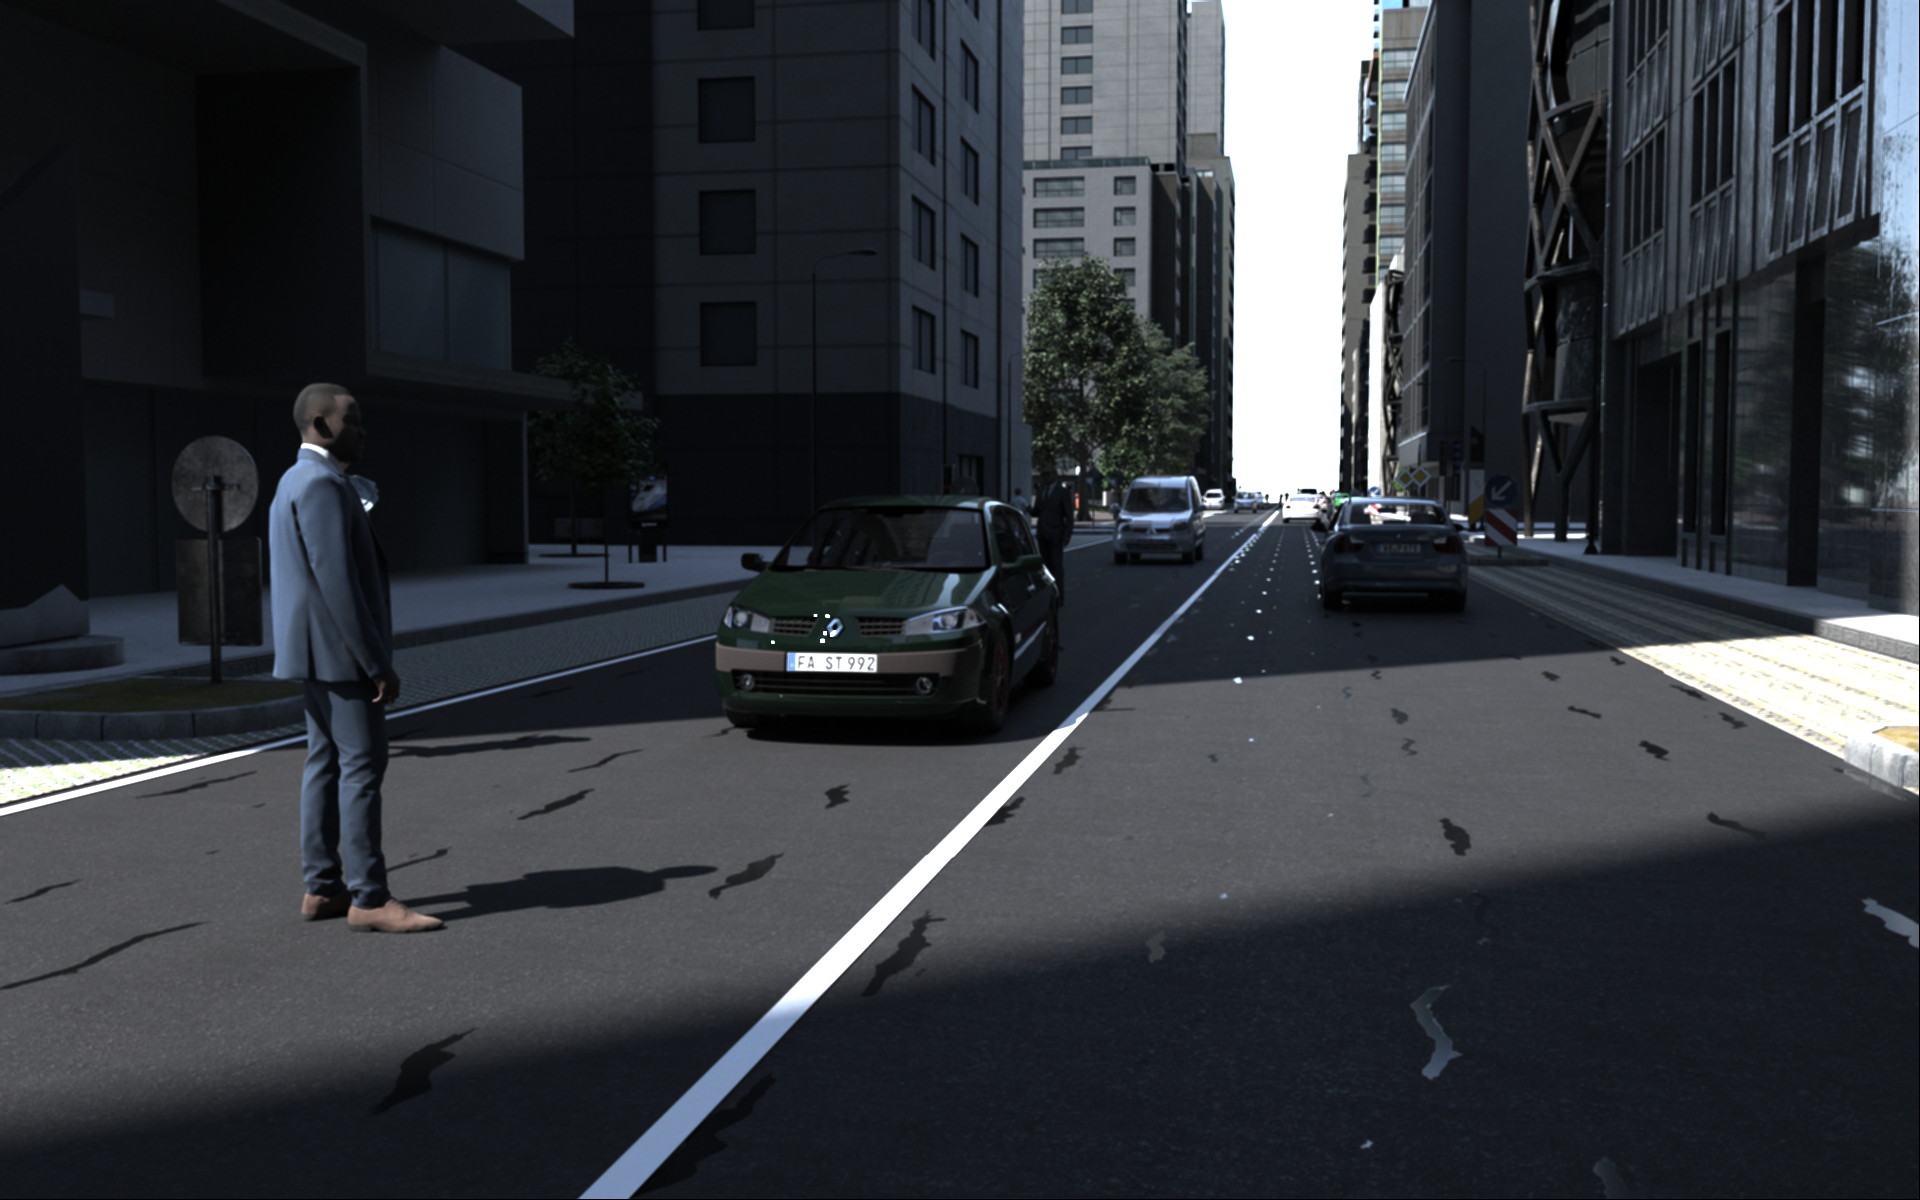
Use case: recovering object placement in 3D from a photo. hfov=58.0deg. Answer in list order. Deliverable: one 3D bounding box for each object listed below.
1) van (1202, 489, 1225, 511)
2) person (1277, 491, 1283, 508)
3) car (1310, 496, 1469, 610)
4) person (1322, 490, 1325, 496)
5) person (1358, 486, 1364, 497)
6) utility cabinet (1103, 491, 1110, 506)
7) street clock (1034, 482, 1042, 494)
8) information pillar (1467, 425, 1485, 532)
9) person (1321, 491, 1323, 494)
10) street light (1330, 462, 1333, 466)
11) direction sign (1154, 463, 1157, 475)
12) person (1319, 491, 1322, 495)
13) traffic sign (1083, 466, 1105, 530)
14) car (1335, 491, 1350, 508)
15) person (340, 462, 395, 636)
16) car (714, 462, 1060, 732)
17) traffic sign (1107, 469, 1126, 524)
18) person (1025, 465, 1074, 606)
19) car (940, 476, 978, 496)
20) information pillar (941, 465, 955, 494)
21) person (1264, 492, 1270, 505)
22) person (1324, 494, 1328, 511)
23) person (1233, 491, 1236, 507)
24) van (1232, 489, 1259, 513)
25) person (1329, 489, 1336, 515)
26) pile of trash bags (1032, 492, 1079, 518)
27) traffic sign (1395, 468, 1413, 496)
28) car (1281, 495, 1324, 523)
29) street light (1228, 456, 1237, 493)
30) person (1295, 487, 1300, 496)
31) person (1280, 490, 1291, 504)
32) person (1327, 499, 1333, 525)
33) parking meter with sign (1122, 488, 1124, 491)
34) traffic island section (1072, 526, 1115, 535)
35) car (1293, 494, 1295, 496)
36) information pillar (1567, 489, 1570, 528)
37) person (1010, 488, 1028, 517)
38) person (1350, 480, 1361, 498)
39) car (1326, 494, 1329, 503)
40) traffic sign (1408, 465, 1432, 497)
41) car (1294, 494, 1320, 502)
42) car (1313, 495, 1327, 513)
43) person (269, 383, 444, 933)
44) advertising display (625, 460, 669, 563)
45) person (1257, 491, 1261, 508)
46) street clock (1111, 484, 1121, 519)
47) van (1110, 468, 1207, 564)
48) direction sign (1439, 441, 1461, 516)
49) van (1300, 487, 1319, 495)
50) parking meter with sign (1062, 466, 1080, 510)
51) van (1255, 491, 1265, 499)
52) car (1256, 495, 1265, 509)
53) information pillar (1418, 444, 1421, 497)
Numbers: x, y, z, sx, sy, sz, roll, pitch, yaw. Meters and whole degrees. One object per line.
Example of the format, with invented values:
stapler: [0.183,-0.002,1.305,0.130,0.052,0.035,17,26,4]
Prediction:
van: [21.791,-8.670,148.765,2.013,2.044,4.112,1,4,10]
person: [32.921,-10.343,178.411,0.742,1.727,0.445,2,4,25]
car: [5.634,-0.659,22.784,2.014,1.417,4.499,1,4,11]
person: [33.835,-9.352,161.391,0.705,1.826,1.348,0,4,-5]
person: [15.723,-3.635,68.197,0.793,1.790,0.793,0,4,7]
utility cabinet: [11.958,-8.002,139.507,0.318,1.500,1.173,3,4,39]
street clock: [4.872,-6.342,108.255,0.471,2.002,0.358,3,4,39]
information pillar: [17.384,-4.094,58.299,0.504,3.616,0.183,1,4,21]
person: [43.044,-12.068,206.345,0.617,1.759,0.750,3,4,37]
street light: [49.961,-15.693,229.113,1.470,5.913,1.316,1,4,11]
direction sign: [13.067,-7.580,115.928,0.379,3.537,0.876,1,4,16]
person: [40.715,-11.430,196.054,0.621,1.740,0.551,2,4,35]
traffic sign: [4.754,-3.546,61.620,0.795,2.450,0.064,1,4,11]
car: [34.223,-8.976,155.550,1.959,1.807,4.718,1,4,11]
person: [-3.408,-0.048,9.385,0.616,1.811,0.778,-3,4,-38]
car: [-0.360,-0.122,11.787,2.009,1.686,4.222,1,4,10]
traffic sign: [6.270,-4.026,69.461,0.795,2.450,0.064,1,4,11]
person: [1.129,-0.830,22.240,0.661,1.801,0.590,3,4,39]
car: [-0.356,-0.573,19.162,2.009,1.686,4.222,1,4,13]
information pillar: [-0.291,-2.370,43.246,0.304,2.012,0.304,0,4,8]
person: [40.467,-13.406,228.237,0.990,1.755,0.434,3,5,43]
person: [31.857,-8.488,150.499,0.599,1.433,0.991,3,4,36]
person: [30.388,-11.193,191.520,0.705,1.822,1.348,1,4,16]
van: [21.770,-7.645,132.003,2.013,2.044,4.112,1,4,11]
person: [25.472,-6.720,118.545,0.466,1.800,0.511,-1,4,-18]
pile of trash bags: [5.492,-5.141,93.800,1.912,1.369,3.447,-3,5,-45]
traffic sign: [17.306,-3.894,67.314,0.795,2.450,0.064,1,4,11]
car: [16.947,-4.487,85.725,2.083,1.381,4.827,1,4,12]
street light: [35.197,-15.524,226.354,1.470,5.913,1.316,1,4,11]
person: [18.916,-5.387,96.679,0.767,1.812,0.694,0,4,-2]
person: [32.972,-10.167,174.758,1.348,1.821,0.705,1,4,22]
person: [17.029,-4.030,79.402,0.382,1.210,0.505,-1,4,-12]
parking meter with sign: [13.093,-8.845,140.882,1.738,3.016,0.543,0,4,-6]
traffic island section: [4.729,-2.410,61.686,2.009,0.180,2.903,1,4,11]
car: [36.122,-10.723,184.113,1.959,1.807,4.718,1,4,10]
information pillar: [22.908,-3.741,65.662,0.304,2.012,0.304,-3,5,-40]
person: [1.612,-2.321,48.255,0.589,1.601,0.330,1,4,10]
person: [11.719,-2.657,51.783,0.795,1.843,0.661,1,4,14]
car: [53.500,-14.993,254.914,2.009,1.686,4.222,1,4,11]
traffic sign: [15.791,-3.415,59.474,0.795,2.450,0.064,1,4,11]
car: [22.965,-6.360,115.787,2.131,1.459,4.920,1,4,11]
car: [27.327,-7.414,133.582,2.083,1.381,4.827,1,4,9]
person: [-2.082,0.177,5.791,0.419,1.800,0.721,-3,5,-40]
advertising display: [-5.856,-1.665,32.434,0.123,1.923,0.974,3,4,38]
person: [30.796,-10.377,178.879,0.721,1.743,1.217,-1,4,-19]
street clock: [7.921,-5.098,87.915,0.358,2.002,0.471,-2,4,-35]
van: [4.275,-1.826,36.859,2.013,2.044,4.112,1,4,12]
direction sign: [20.991,-5.030,74.242,0.876,3.537,0.379,0,4,7]
van: [35.611,-10.558,177.007,2.240,2.365,5.245,1,4,10]
parking meter with sign: [6.771,-6.880,108.744,1.738,3.016,0.543,-2,4,-30]
van: [35.811,-12.358,209.062,2.013,2.044,4.112,1,4,12]
car: [28.373,-9.453,166.924,2.083,1.381,4.827,1,4,10]
information pillar: [21.580,-5.509,81.420,0.183,3.616,0.504,1,4,18]
